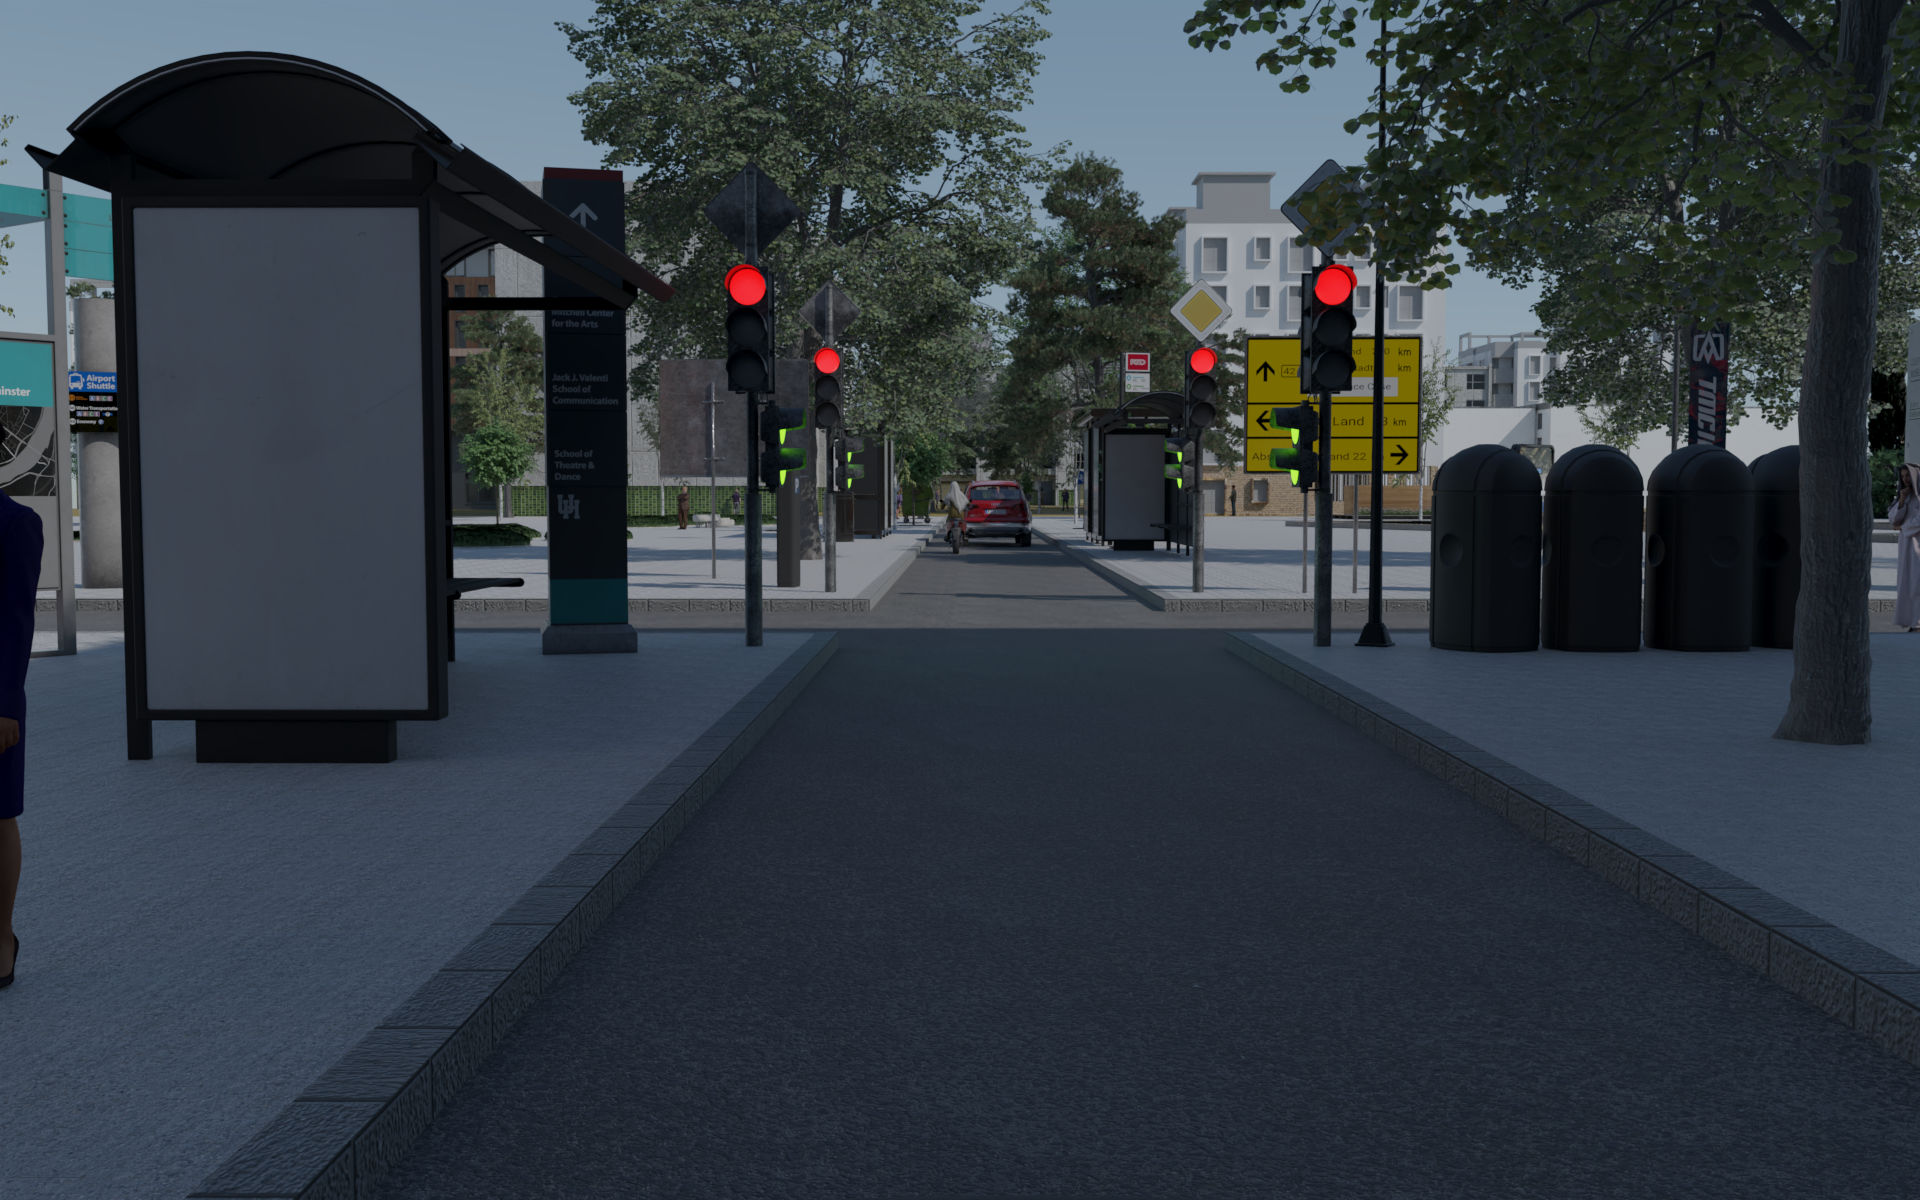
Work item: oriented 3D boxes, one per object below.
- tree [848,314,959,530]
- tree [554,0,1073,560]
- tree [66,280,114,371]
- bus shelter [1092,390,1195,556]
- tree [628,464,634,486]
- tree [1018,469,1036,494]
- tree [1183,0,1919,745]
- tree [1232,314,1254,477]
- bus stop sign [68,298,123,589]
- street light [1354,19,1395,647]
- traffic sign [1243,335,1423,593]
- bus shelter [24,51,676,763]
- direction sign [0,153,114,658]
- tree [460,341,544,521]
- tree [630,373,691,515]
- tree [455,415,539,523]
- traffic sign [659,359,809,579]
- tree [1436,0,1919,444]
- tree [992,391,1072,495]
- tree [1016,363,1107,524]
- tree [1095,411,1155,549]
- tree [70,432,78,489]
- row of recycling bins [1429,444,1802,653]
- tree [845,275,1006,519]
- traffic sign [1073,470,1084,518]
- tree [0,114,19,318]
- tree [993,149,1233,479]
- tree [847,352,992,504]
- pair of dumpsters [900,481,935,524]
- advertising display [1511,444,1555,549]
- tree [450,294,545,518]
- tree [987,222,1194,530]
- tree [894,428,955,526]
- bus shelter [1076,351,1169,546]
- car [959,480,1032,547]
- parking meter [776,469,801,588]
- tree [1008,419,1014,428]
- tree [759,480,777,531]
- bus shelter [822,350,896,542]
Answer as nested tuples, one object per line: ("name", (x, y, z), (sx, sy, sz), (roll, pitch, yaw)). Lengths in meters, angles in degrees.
("tree", (-2.105, -6.828, 61.996), (4.737, 8.622, 4.395), (0, 3, 0))
("tree", (-2.911, -7.760, 33.535), (9.857, 13.997, 8.962), (0, 3, 0))
("tree", (-31.924, -8.994, 69.106), (6.751, 12.117, 7.091), (0, 3, 0))
("bus shelter", (3.989, -2.612, 36.633), (2.014, 3.302, 5.546), (0, 4, 0))
("tree", (-11.606, -3.816, 57.001), (1.663, 3.219, 1.824), (0, 3, 0))
("tree", (5.103, -8.616, 135.479), (1.663, 3.219, 1.824), (0, 3, 0))
("tree", (4.960, -5.539, 8.694), (7.486, 12.596, 7.792), (0, 3, 0))
("tree", (11.673, -10.185, 88.581), (6.751, 12.117, 7.091), (0, 3, 0))
("bus stop sign", (-11.694, -2.116, 23.617), (0.837, 3.901, 0.837), (-1, 4, -22))
("street light", (2.970, -2.566, 14.491), (1.470, 5.913, 1.316), (0, 4, 0))
("traffic sign", (4.788, -1.740, 22.320), (2.265, 3.308, 0.079), (0, 4, 2))
("bus shelter", (-3.230, -1.027, 10.715), (2.014, 3.302, 5.546), (0, 4, 0))
("direction sign", (-7.580, -1.544, 14.005), (1.411, 3.948, 2.525), (2, 4, 34))
("tree", (-21.910, -8.121, 83.140), (4.737, 8.622, 4.395), (0, 3, 0))
("tree", (-16.153, -8.831, 94.748), (4.360, 8.622, 3.978), (0, 3, 0))
("tree", (-19.037, -5.330, 70.851), (4.285, 4.588, 4.351), (0, 3, 0))
("traffic sign", (-3.409, -1.974, 26.150), (2.265, 3.308, 0.079), (0, 4, 2))
("tree", (13.505, -7.601, 30.930), (9.857, 13.997, 8.962), (0, 3, 0))
("tree", (5.682, -12.831, 144.203), (7.601, 10.594, 8.767), (2, 4, 24))
("tree", (4.780, -7.616, 74.880), (4.360, 8.622, 3.978), (0, 3, 0))
("tree", (3.981, -2.821, 40.730), (1.663, 3.219, 1.824), (0, 3, 0))
("tree", (-47.868, -6.861, 75.077), (11.467, 7.101, 20.602), (0, 4, 7))
("row of recycling bins", (5.715, -0.447, 14.423), (3.534, 1.692, 1.069), (0, 4, -5))
("tree", (-1.882, -10.883, 88.303), (12.009, 13.543, 11.850), (0, 3, 0))
("traffic sign", (6.405, -5.677, 92.926), (0.768, 2.556, 0.104), (0, 4, 1))
("tree", (-18.332, -4.882, 30.182), (4.737, 8.622, 4.395), (0, 3, 0))
("tree", (4.459, -8.118, 54.792), (6.751, 12.117, 7.091), (0, 3, 0))
("tree", (-2.737, -10.102, 99.574), (8.767, 10.594, 7.601), (0, 4, 1))
("pair of dumpsters", (-1.925, -4.549, 76.877), (1.574, 2.255, 4.436), (0, 4, 0))
("advertising display", (7.423, -1.057, 22.489), (0.974, 1.923, 0.123), (-3, 5, -45))
("tree", (-24.526, -10.481, 93.418), (6.751, 12.117, 7.091), (0, 3, 0))
("tree", (4.773, -8.394, 63.003), (9.928, 11.665, 9.643), (0, 3, 0))
("tree", (-1.936, -5.302, 70.403), (4.285, 4.588, 4.351), (0, 3, 0))
("bus shelter", (4.286, -4.214, 46.529), (2.179, 5.291, 8.768), (0, 4, 0))
("car", (0.920, -2.449, 48.716), (2.281, 1.827, 5.304), (0, 4, -1))
("parking meter", (-2.365, -1.111, 23.871), (0.255, 1.863, 0.399), (1, 4, 9))
("tree", (5.100, -9.843, 111.288), (4.360, 8.622, 3.978), (0, 3, 0))
("tree", (-6.099, -3.985, 59.756), (1.663, 3.219, 1.824), (0, 3, 0))
("bus shelter", (-2.996, -4.452, 50.428), (2.179, 5.291, 8.768), (0, 4, 0))
